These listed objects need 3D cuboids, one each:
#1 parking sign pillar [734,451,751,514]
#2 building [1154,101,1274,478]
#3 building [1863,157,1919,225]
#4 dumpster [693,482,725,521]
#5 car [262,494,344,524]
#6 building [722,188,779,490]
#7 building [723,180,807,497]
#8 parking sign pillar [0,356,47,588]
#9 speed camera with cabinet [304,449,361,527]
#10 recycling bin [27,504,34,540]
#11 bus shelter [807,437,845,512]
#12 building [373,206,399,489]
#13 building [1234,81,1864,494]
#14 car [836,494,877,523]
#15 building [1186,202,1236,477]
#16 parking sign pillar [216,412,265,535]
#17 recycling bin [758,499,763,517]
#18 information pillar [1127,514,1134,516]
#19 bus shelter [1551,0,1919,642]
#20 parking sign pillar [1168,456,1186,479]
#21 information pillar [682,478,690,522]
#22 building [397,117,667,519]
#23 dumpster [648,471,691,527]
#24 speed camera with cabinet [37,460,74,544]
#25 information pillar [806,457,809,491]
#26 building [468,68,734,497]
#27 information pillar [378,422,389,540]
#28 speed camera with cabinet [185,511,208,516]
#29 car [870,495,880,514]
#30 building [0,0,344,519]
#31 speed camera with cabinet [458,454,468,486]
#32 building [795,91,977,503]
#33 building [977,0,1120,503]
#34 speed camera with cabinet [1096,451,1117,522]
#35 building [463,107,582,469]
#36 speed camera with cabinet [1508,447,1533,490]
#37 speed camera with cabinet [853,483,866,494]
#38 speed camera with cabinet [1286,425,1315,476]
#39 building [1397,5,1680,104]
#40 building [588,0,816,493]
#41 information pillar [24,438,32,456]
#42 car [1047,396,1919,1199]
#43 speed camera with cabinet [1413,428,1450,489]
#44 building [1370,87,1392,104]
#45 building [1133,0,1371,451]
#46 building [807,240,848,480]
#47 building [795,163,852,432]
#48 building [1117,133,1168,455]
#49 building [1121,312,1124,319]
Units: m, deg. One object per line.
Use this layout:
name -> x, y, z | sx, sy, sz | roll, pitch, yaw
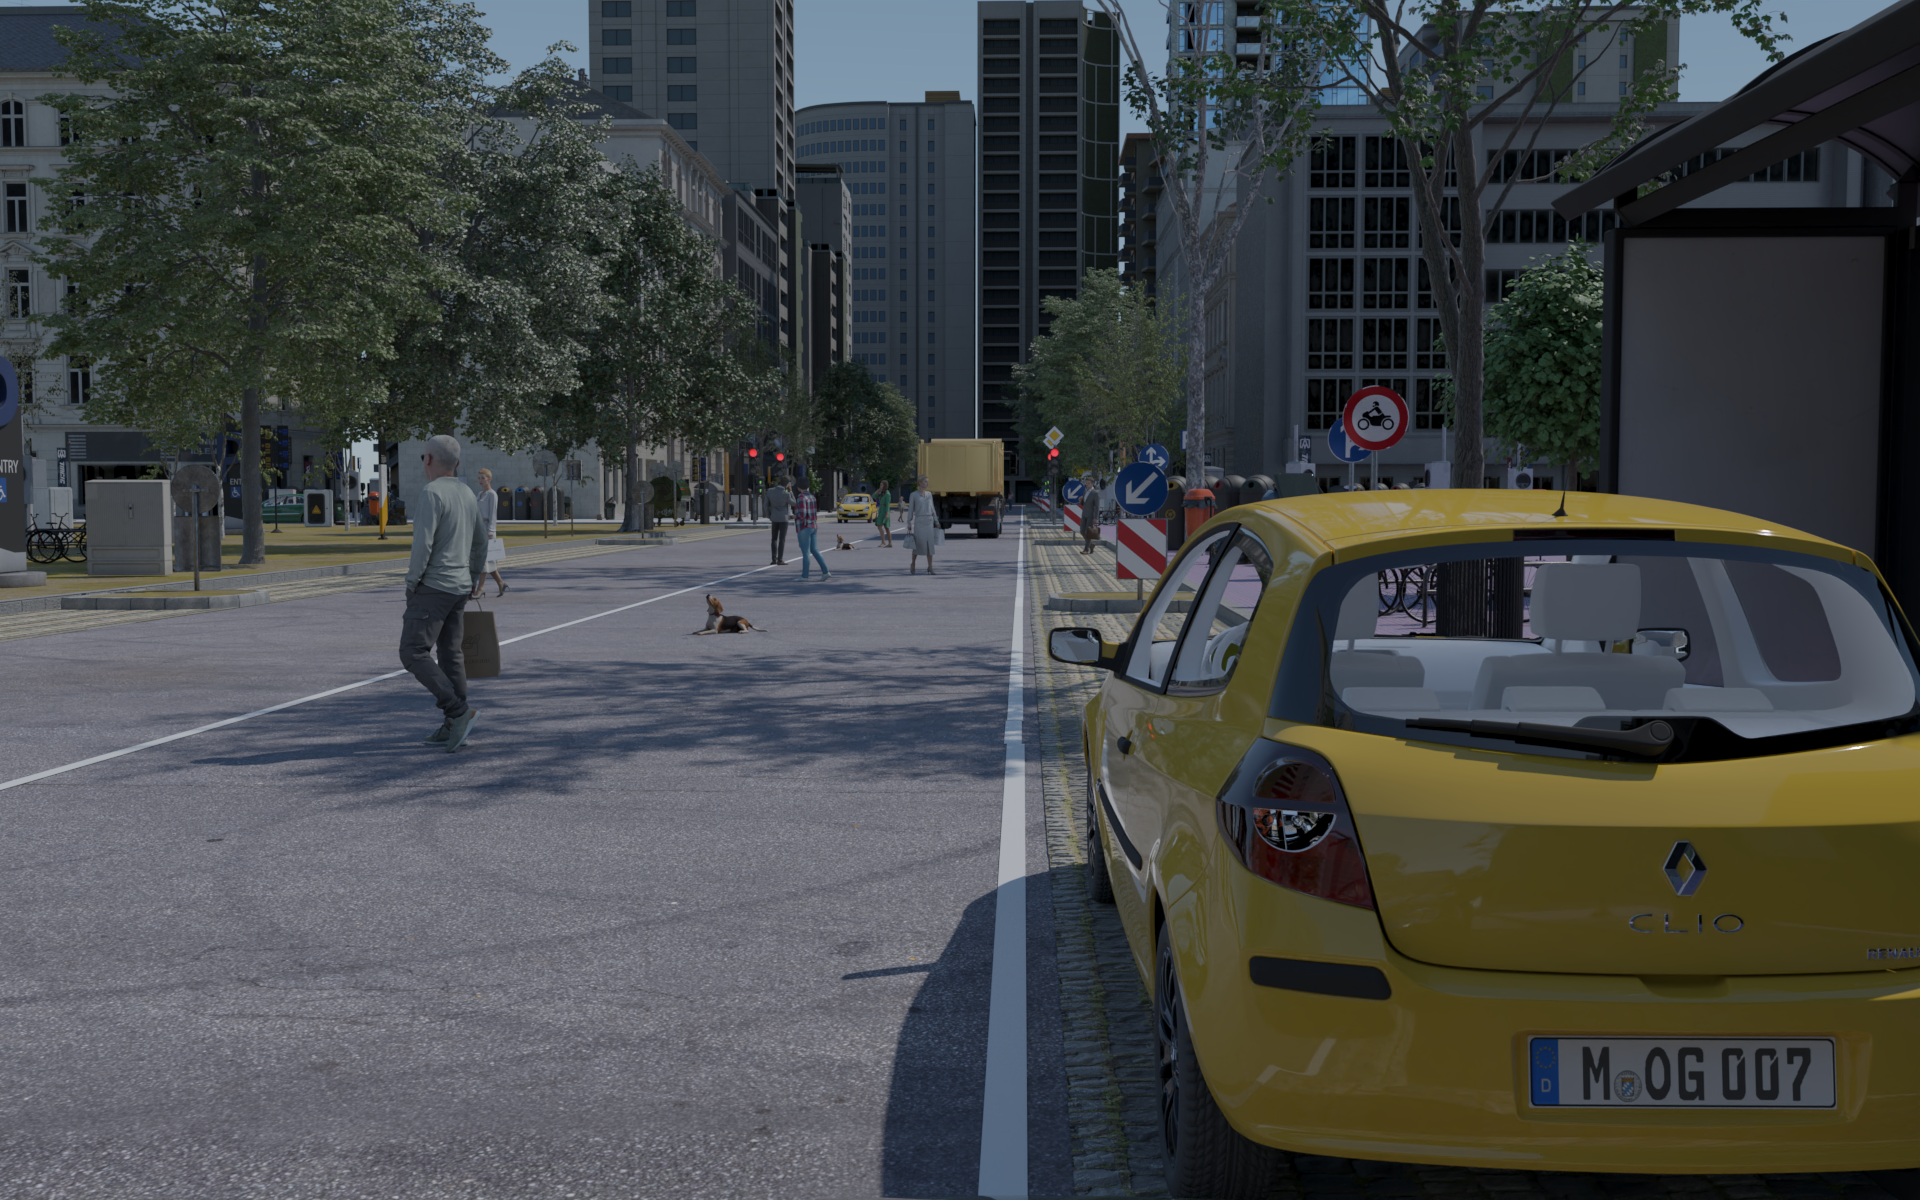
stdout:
parking sign pillar -> -13.913, -7.439, 110.106 | 1.447, 3.967, 1.447 | -2, 4, -30
building -> 22.230, -22.115, 139.065 | 11.434, 29.767, 29.804 | 0, 4, 2
building -> 55.573, -16.649, 90.226 | 19.932, 24.808, 12.078 | 0, 4, 2
dumpster -> -11.960, -4.686, 82.373 | 1.264, 1.857, 1.865 | 0, 4, 2
car -> -29.620, -3.944, 76.280 | 4.920, 1.459, 2.131 | 0, 4, 2
building -> -23.286, -21.227, 140.566 | 14.314, 27.812, 24.014 | 0, 4, 2
building -> -22.664, -23.943, 163.162 | 14.160, 30.474, 14.107 | 0, 4, 2
parking sign pillar -> -13.513, -2.171, 23.961 | 1.447, 3.967, 1.447 | 0, 4, -1
speed camera with cabinet -> -24.435, -4.469, 67.409 | 2.038, 3.252, 0.660 | -1, 4, -11
recycling bin -> -26.348, -2.235, 49.097 | 0.722, 1.027, 0.722 | 1, 4, 19
bus shelter -> -9.861, -9.050, 125.597 | 2.179, 5.291, 8.768 | 0, 4, 2
building -> -64.567, -34.724, 217.843 | 14.200, 45.320, 14.600 | 0, 4, 2
building -> 30.673, -16.772, 93.291 | 30.058, 24.678, 14.314 | 0, 4, 2
car -> -5.121, -4.657, 86.360 | 2.015, 1.641, 3.980 | 0, 4, 3
building -> 21.535, -16.985, 113.861 | 11.583, 22.565, 21.152 | 0, 4, 2
parking sign pillar -> -22.660, -4.034, 54.427 | 1.447, 3.967, 1.447 | 1, 4, 12
recycling bin -> -10.678, -5.075, 95.531 | 0.722, 1.027, 0.722 | -3, 5, -39
information pillar -> 7.121, -4.122, 71.881 | 0.304, 2.012, 0.304 | -1, 4, -11
bus shelter -> 4.094, -0.777, 6.633 | 2.014, 3.302, 5.546 | 0, 4, 2
parking sign pillar -> 13.424, -7.199, 106.174 | 1.447, 3.967, 1.447 | -2, 4, -26
information pillar -> -12.804, -4.675, 80.927 | 0.304, 2.012, 0.304 | -2, 4, -24
building -> -23.292, -14.793, 96.615 | 10.420, 20.320, 16.860 | 0, 4, 2
dumpster -> -11.567, -4.038, 68.515 | 1.502, 2.255, 1.985 | 0, 4, 2
speed camera with cabinet -> -22.984, -3.000, 43.380 | 2.038, 3.252, 0.660 | 3, 4, 38
information pillar -> -9.717, -7.268, 110.193 | 0.183, 3.616, 0.504 | 0, 4, 5
building -> -23.973, -20.148, 116.813 | 14.401, 28.519, 23.554 | 0, 4, 2
information pillar -> -16.246, -3.509, 48.721 | 0.183, 3.616, 0.504 | 0, 4, -1
speed camera with cabinet -> -36.970, -5.552, 85.118 | 2.038, 3.252, 0.660 | -1, 4, -15
car -> -6.565, -6.774, 123.335 | 1.945, 1.354, 3.894 | 0, 4, 4
building -> -58.733, -19.568, 96.349 | 44.131, 29.872, 17.030 | 0, 4, 2
speed camera with cabinet -> -24.989, -5.637, 86.507 | 0.660, 3.252, 2.038 | -1, 4, -21
building -> -11.735, -43.700, 256.500 | 28.212, 58.520, 21.231 | 0, 4, 2
building -> 13.041, -49.938, 254.740 | 20.611, 71.187, 20.563 | 0, 4, 2
speed camera with cabinet -> 6.402, -5.201, 79.376 | 0.660, 3.252, 2.038 | -2, 4, -27
building -> -61.430, -43.800, 258.121 | 28.212, 58.520, 21.231 | 0, 4, 2
speed camera with cabinet -> 18.615, -3.992, 59.612 | 2.038, 3.252, 0.660 | 0, 4, -4
speed camera with cabinet -> -9.356, -9.823, 154.946 | 2.038, 3.252, 0.660 | -3, 4, -38
speed camera with cabinet -> 9.205, -3.340, 48.943 | 2.038, 3.252, 0.660 | -3, 5, -42
building -> 68.659, -40.792, 208.947 | 28.212, 58.520, 21.231 | 0, 4, 2
building -> -25.683, -45.340, 179.565 | 20.563, 71.187, 20.611 | 0, 4, 2
information pillar -> -38.856, -4.945, 72.201 | 0.504, 3.616, 0.183 | 1, 4, 19
car -> 1.273, 0.326, 4.896 | 2.015, 1.641, 3.980 | 0, 4, 1
speed camera with cabinet -> 13.540, -3.396, 49.868 | 0.660, 3.252, 2.038 | 0, 4, 0
building -> 52.719, -43.567, 254.311 | 28.212, 58.520, 21.231 | 0, 4, 2
building -> 29.633, -52.774, 175.526 | 22.319, 86.520, 31.000 | 0, 4, 2
building -> -20.522, -26.071, 197.959 | 14.160, 30.474, 14.107 | 0, 4, 2
building -> -20.781, -32.573, 216.170 | 14.086, 41.232, 14.154 | 0, 4, 2
building -> 30.150, -33.785, 207.005 | 22.147, 44.769, 28.867 | 0, 4, 2
building -> 30.634, -29.413, 252.603 | 14.107, 30.474, 14.160 | 0, 4, 2
